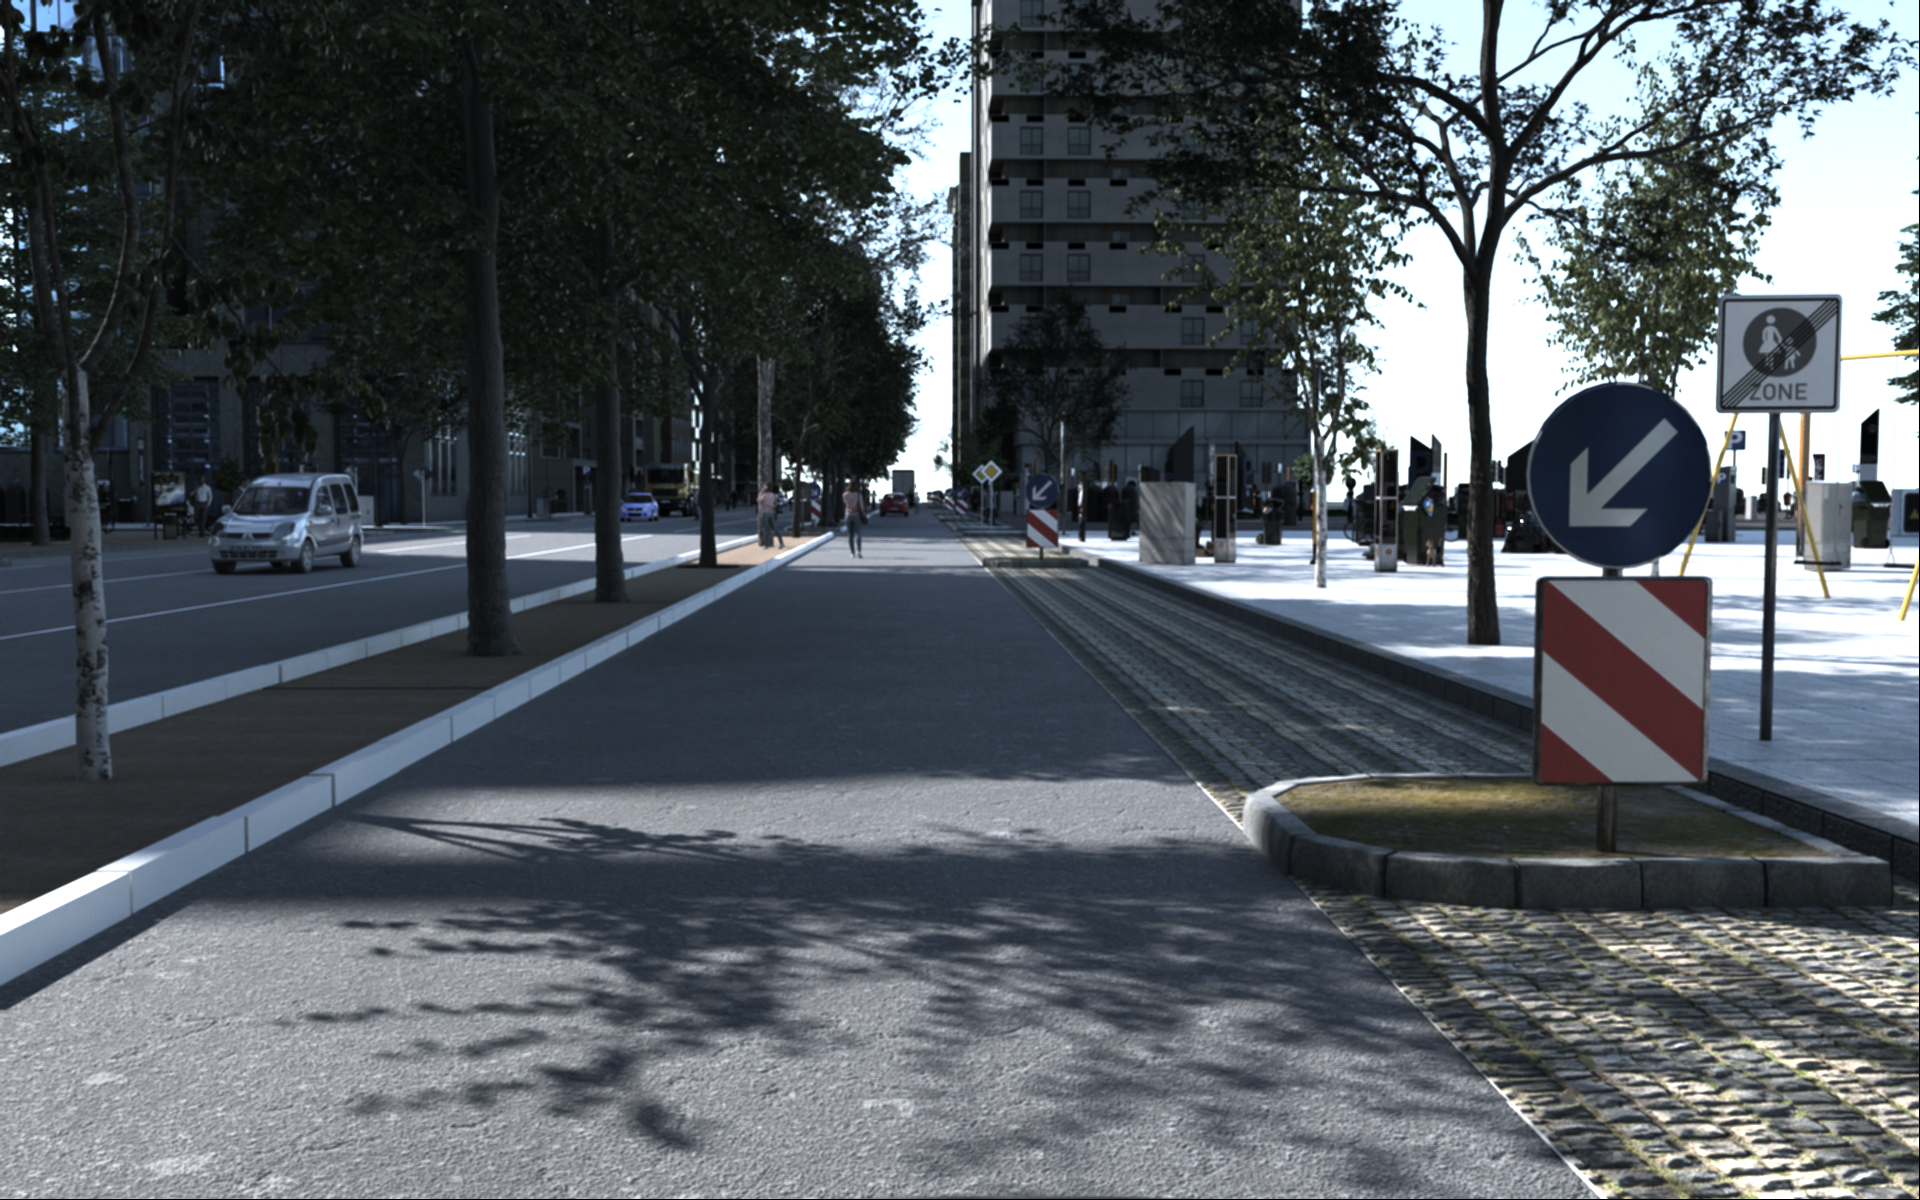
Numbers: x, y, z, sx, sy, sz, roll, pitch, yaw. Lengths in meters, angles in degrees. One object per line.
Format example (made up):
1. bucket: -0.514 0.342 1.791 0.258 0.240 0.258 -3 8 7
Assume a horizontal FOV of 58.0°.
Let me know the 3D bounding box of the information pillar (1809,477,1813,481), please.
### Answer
1. information pillar: 35.811 -4.197 73.114 0.304 2.012 0.304 2 4 30

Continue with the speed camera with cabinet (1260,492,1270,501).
1. speed camera with cabinet: 21.833 -8.166 127.856 2.038 3.252 0.660 1 4 19

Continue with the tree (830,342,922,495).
1. tree: -7.053 -12.915 120.271 9.857 13.997 8.962 0 3 0

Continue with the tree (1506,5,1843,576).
1. tree: 10.804 -4.683 26.928 4.737 8.622 4.395 0 3 0

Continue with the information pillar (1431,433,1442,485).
1. information pillar: 18.399 -4.625 66.975 0.504 3.616 0.183 -2 4 -28

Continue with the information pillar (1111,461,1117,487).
1. information pillar: 10.516 -7.802 118.913 0.504 3.616 0.183 1 4 16

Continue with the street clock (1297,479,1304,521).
1. street clock: 16.405 -4.826 83.472 0.358 2.002 0.471 1 4 11

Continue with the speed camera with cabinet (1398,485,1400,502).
1. speed camera with cabinet: 27.816 -6.970 108.295 2.038 3.252 0.660 0 4 -4

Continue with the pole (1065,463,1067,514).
1. pole: 6.917 -7.328 113.657 0.158 3.312 0.155 0 3 0

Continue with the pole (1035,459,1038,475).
1. pole: 4.493 -6.609 101.908 0.158 3.312 0.155 0 3 0

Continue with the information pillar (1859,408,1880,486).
1. information pillar: 24.797 -3.418 47.238 0.183 3.616 0.504 -2 4 -35

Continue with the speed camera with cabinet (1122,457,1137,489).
1. speed camera with cabinet: 8.351 -5.961 91.801 2.038 3.252 0.660 -1 4 -17

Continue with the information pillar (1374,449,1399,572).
1. information pillar: 7.027 -1.470 28.529 0.304 2.012 0.304 0 4 -3

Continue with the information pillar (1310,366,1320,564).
1. information pillar: 6.512 -2.465 31.661 0.183 3.616 0.504 1 4 13

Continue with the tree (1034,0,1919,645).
1. tree: 4.141 -4.897 14.485 7.601 10.594 8.767 0 4 -7

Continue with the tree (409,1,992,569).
1. tree: -4.909 -7.364 33.230 12.009 13.543 11.850 0 3 0

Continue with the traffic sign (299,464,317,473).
1. traffic sign: -22.057 -3.457 58.659 0.606 2.300 0.079 0 4 3

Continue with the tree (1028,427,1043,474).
1. tree: 7.594 -11.277 134.744 4.360 8.622 3.978 0 3 0

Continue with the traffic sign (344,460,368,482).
1. traffic sign: -20.304 -3.428 58.232 0.795 2.593 0.064 0 4 -2

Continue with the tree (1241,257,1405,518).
1. tree: 10.617 -6.146 50.851 4.360 8.622 3.978 0 3 0

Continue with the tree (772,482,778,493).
1. tree: -27.994 -16.099 257.821 1.663 3.219 1.824 0 3 0

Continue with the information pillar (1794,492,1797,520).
1. information pillar: 41.821 -5.003 86.296 0.304 2.012 0.304 -3 5 -40

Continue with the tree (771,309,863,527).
1. tree: -5.733 -7.027 67.714 4.737 8.622 4.395 0 3 0

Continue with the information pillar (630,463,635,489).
1. information pillar: -24.438 -8.428 129.154 0.183 3.616 0.504 -3 5 -41

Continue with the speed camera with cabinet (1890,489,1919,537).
1. speed camera with cabinet: 29.342 -3.552 52.408 2.038 3.252 0.660 0 4 0

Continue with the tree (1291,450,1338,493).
1. tree: 24.886 -8.439 121.696 4.285 4.588 4.351 0 3 0

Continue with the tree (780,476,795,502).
1. tree: -29.866 -19.281 298.952 4.285 4.588 4.351 0 3 0

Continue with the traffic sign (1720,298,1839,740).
1. traffic sign: 4.202 -0.418 8.964 0.606 2.300 0.079 0 4 6

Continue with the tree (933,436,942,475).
1. tree: 3.910 -8.623 75.398 7.601 10.594 8.767 2 4 24

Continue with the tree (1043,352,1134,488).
1. tree: 6.518 -8.327 86.514 4.360 8.622 3.978 0 3 0

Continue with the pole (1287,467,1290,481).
1. pole: 24.416 -8.250 128.724 0.158 3.312 0.155 0 3 0

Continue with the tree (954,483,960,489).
1. tree: 0.168 -11.163 177.111 1.663 3.219 1.824 0 3 0

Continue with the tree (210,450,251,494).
1. tree: -31.907 -4.969 75.845 1.663 3.219 1.824 0 3 0

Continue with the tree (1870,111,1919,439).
1. tree: 26.303 -7.571 41.906 7.486 12.596 7.792 0 3 0

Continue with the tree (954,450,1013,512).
1. tree: 1.098 -9.560 140.025 4.285 4.588 4.351 0 3 0

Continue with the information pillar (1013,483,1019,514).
1. information pillar: 3.705 -6.715 114.274 0.304 2.012 0.304 3 4 37

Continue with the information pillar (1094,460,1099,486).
1. information pillar: 9.346 -7.767 118.341 0.504 3.616 0.183 1 4 19

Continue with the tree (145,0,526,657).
1. tree: -4.040 -5.748 14.557 7.486 12.596 7.792 0 3 0

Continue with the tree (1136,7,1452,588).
1. tree: 4.751 -4.465 23.363 4.737 8.622 4.395 0 3 0

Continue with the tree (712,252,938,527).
1. tree: -5.794 -9.507 74.909 9.611 12.733 9.660 0 3 0

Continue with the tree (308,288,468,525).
1. tree: -23.422 -8.474 72.969 8.767 10.594 7.601 0 4 -6

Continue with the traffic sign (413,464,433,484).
1. traffic sign: -20.523 -3.916 66.214 0.795 2.593 0.064 0 4 -2

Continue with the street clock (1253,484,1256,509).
1. street clock: 20.838 -7.261 123.295 0.471 2.002 0.358 -2 4 -31

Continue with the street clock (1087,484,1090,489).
1. street clock: 7.254 -5.853 100.265 0.471 2.002 0.358 2 4 32

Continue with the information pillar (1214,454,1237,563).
1. information pillar: 4.940 -1.697 32.232 0.304 2.012 0.304 3 4 39

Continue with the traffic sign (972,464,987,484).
1. traffic sign: 0.864 -3.950 66.777 0.795 2.593 0.064 0 4 -2

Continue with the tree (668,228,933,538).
1. tree: -5.367 -7.279 55.889 8.767 10.594 7.601 0 4 -2

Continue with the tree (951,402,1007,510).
1. tree: 1.728 -11.213 133.701 4.737 8.622 4.395 0 3 0

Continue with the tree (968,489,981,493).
1. tree: 1.292 -9.174 144.589 1.663 3.219 1.824 0 3 0

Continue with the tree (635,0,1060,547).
1. tree: -4.016 -11.443 45.442 12.611 20.169 13.585 0 3 0

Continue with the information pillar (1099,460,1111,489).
1. information pillar: 9.864 -7.735 117.817 0.504 3.616 0.183 -3 5 -44

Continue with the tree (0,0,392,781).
1. tree: -4.315 -3.386 8.176 4.360 8.622 3.978 0 3 0

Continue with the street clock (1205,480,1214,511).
1. street clock: 12.381 -4.968 85.790 0.471 2.002 0.358 2 4 26

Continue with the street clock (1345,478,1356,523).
1. street clock: 17.287 -4.409 76.657 0.358 2.002 0.471 -2 4 -32

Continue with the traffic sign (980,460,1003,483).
1. traffic sign: 1.083 -3.462 58.795 0.795 2.593 0.064 0 4 -2
